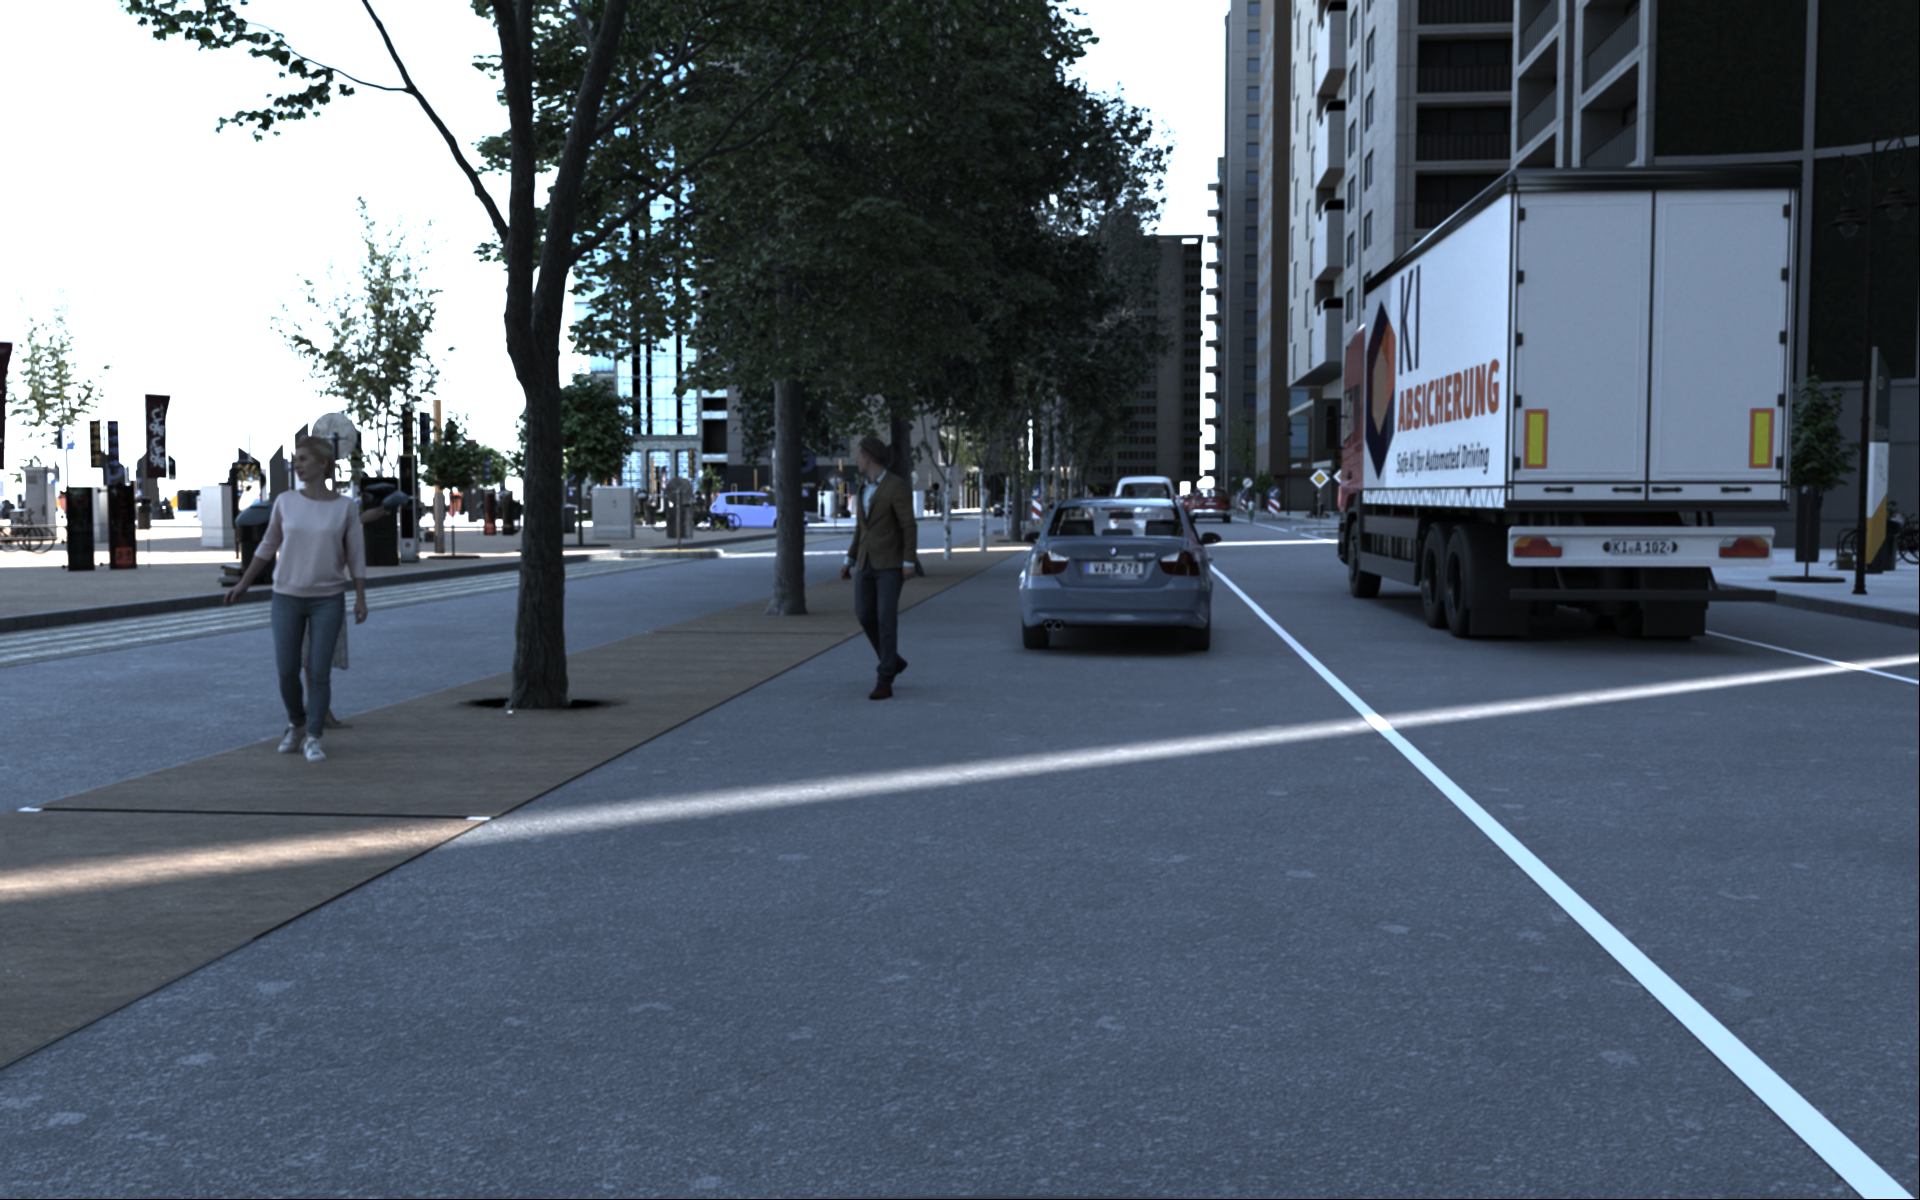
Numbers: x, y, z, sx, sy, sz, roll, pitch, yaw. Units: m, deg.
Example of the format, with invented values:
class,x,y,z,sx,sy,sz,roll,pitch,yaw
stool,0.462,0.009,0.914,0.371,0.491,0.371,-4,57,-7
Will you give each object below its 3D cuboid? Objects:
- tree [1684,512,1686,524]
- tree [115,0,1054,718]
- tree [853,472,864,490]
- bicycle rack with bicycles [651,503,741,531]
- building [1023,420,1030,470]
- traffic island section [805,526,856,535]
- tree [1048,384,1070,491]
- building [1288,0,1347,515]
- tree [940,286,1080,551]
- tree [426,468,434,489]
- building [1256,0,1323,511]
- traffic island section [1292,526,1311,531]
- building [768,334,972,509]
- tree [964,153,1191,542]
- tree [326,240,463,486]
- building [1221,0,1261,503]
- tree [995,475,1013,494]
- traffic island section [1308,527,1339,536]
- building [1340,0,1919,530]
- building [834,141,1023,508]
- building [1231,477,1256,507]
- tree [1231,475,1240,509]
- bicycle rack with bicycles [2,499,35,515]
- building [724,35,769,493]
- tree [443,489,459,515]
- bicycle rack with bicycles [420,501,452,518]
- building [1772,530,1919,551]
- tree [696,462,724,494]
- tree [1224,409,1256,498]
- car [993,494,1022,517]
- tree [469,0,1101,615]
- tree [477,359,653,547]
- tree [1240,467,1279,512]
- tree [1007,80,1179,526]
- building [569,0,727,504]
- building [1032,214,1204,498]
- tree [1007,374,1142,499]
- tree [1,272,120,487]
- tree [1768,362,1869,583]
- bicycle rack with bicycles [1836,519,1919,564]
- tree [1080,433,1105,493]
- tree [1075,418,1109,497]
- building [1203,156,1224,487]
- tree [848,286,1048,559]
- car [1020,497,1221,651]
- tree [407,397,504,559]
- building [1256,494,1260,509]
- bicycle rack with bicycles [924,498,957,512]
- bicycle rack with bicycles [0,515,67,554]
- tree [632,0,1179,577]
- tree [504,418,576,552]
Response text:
class,x,y,z,sx,sy,sz,roll,pitch,yaw
tree,13.198,-2.260,31.560,1.663,3.219,1.824,0,3,0
tree,-2.727,-5.072,11.139,9.928,11.665,9.643,0,3,0
tree,-4.517,-5.636,86.748,1.663,3.219,1.824,0,3,0
bicycle rack with bicycles,-8.949,-2.872,60.341,2.925,0.926,2.852,1,4,17
building,2.152,-35.858,236.393,14.200,45.320,14.600,0,4,6
traffic island section,-4.470,-2.422,61.883,2.009,0.180,2.903,0,4,6
tree,1.618,-6.527,59.536,4.360,8.622,3.978,0,3,0
building,34.711,-31.518,104.559,28.713,52.752,27.495,0,4,6
tree,0.599,-5.505,42.828,4.737,8.622,4.395,0,3,0
tree,-31.308,-7.518,106.627,4.285,4.588,4.351,0,3,0
building,30.589,-29.604,134.134,14.600,45.320,14.200,0,4,6
traffic island section,14.127,-2.799,68.047,2.009,0.180,2.903,0,4,6
building,-7.017,-45.075,175.231,20.563,71.187,20.611,0,4,6
tree,1.682,-8.455,51.070,12.009,13.543,11.850,0,3,0
tree,-16.689,-6.144,50.813,4.360,8.622,3.978,0,3,0
building,41.109,-40.317,201.188,21.231,58.520,28.212,0,4,6
tree,4.203,-10.800,171.174,1.663,3.219,1.824,0,3,0
traffic island section,13.332,-2.313,60.102,2.009,0.180,2.903,0,4,6
building,28.671,-38.992,75.772,20.611,71.187,20.563,0,4,6
building,-3.102,-47.149,209.142,20.611,71.187,20.563,0,4,6
building,44.194,-29.550,175.022,32.217,40.220,23.993,0,4,6
tree,24.505,-9.558,150.875,1.663,3.219,1.824,0,3,0
bicycle rack with bicycles,-66.842,-6.671,122.446,2.852,0.926,2.925,-3,4,-38
building,-8.666,-43.821,154.721,20.563,71.187,20.611,0,4,6
tree,-27.048,-7.016,98.425,4.285,4.588,4.351,0,3,0
bicycle rack with bicycles,-29.354,-4.939,94.127,2.925,0.926,2.852,3,4,38
building,24.594,-36.993,43.091,20.563,71.187,20.611,0,4,6
tree,-15.069,-6.639,103.145,1.663,3.219,1.824,0,3,0
tree,24.469,-12.038,147.186,4.737,8.622,4.395,0,3,0
car,3.104,-6.020,108.214,2.009,1.686,4.222,0,4,7
tree,-2.096,-6.117,20.591,7.486,12.596,7.792,0,3,0
tree,-9.228,-3.589,42.398,4.285,4.588,4.351,0,3,0
tree,22.087,-8.136,127.625,1.663,3.219,1.824,0,3,0
tree,2.539,-13.242,74.852,12.611,20.169,13.585,0,3,0
building,-41.418,-56.939,243.626,31.000,86.520,22.319,0,4,6
building,22.005,-33.717,243.153,23.993,40.220,32.217,0,4,6
tree,6.126,-9.863,98.137,8.767,10.594,7.601,0,4,6
tree,-30.489,-6.587,58.067,4.737,8.622,4.395,0,3,0
tree,12.606,-1.888,25.469,1.663,3.219,1.824,0,3,0
bicycle rack with bicycles,17.884,-1.170,32.514,2.925,0.926,2.852,1,4,15
tree,9.360,-10.958,131.986,4.737,8.622,4.395,0,3,0
tree,9.229,-10.655,127.023,4.360,8.622,3.978,0,3,0
building,48.721,-37.727,236.445,30.456,49.044,23.786,0,4,6
tree,-0.256,-5.194,37.737,4.360,8.622,3.978,0,3,0
car,1.597,-0.320,17.235,2.014,1.417,4.499,0,4,7
tree,-10.180,-2.450,34.654,1.663,3.219,1.824,0,3,0
building,33.975,-28.949,156.912,14.154,41.232,14.086,0,4,6
bicycle rack with bicycles,-1.584,-7.925,142.958,2.852,0.926,2.925,0,4,-6
bicycle rack with bicycles,-20.595,-1.443,36.974,2.852,0.926,2.925,3,4,39
tree,-1.024,-6.749,29.810,9.611,12.733,9.660,0,3,0
tree,-9.223,-2.671,38.267,1.663,3.219,1.824,0,3,0
